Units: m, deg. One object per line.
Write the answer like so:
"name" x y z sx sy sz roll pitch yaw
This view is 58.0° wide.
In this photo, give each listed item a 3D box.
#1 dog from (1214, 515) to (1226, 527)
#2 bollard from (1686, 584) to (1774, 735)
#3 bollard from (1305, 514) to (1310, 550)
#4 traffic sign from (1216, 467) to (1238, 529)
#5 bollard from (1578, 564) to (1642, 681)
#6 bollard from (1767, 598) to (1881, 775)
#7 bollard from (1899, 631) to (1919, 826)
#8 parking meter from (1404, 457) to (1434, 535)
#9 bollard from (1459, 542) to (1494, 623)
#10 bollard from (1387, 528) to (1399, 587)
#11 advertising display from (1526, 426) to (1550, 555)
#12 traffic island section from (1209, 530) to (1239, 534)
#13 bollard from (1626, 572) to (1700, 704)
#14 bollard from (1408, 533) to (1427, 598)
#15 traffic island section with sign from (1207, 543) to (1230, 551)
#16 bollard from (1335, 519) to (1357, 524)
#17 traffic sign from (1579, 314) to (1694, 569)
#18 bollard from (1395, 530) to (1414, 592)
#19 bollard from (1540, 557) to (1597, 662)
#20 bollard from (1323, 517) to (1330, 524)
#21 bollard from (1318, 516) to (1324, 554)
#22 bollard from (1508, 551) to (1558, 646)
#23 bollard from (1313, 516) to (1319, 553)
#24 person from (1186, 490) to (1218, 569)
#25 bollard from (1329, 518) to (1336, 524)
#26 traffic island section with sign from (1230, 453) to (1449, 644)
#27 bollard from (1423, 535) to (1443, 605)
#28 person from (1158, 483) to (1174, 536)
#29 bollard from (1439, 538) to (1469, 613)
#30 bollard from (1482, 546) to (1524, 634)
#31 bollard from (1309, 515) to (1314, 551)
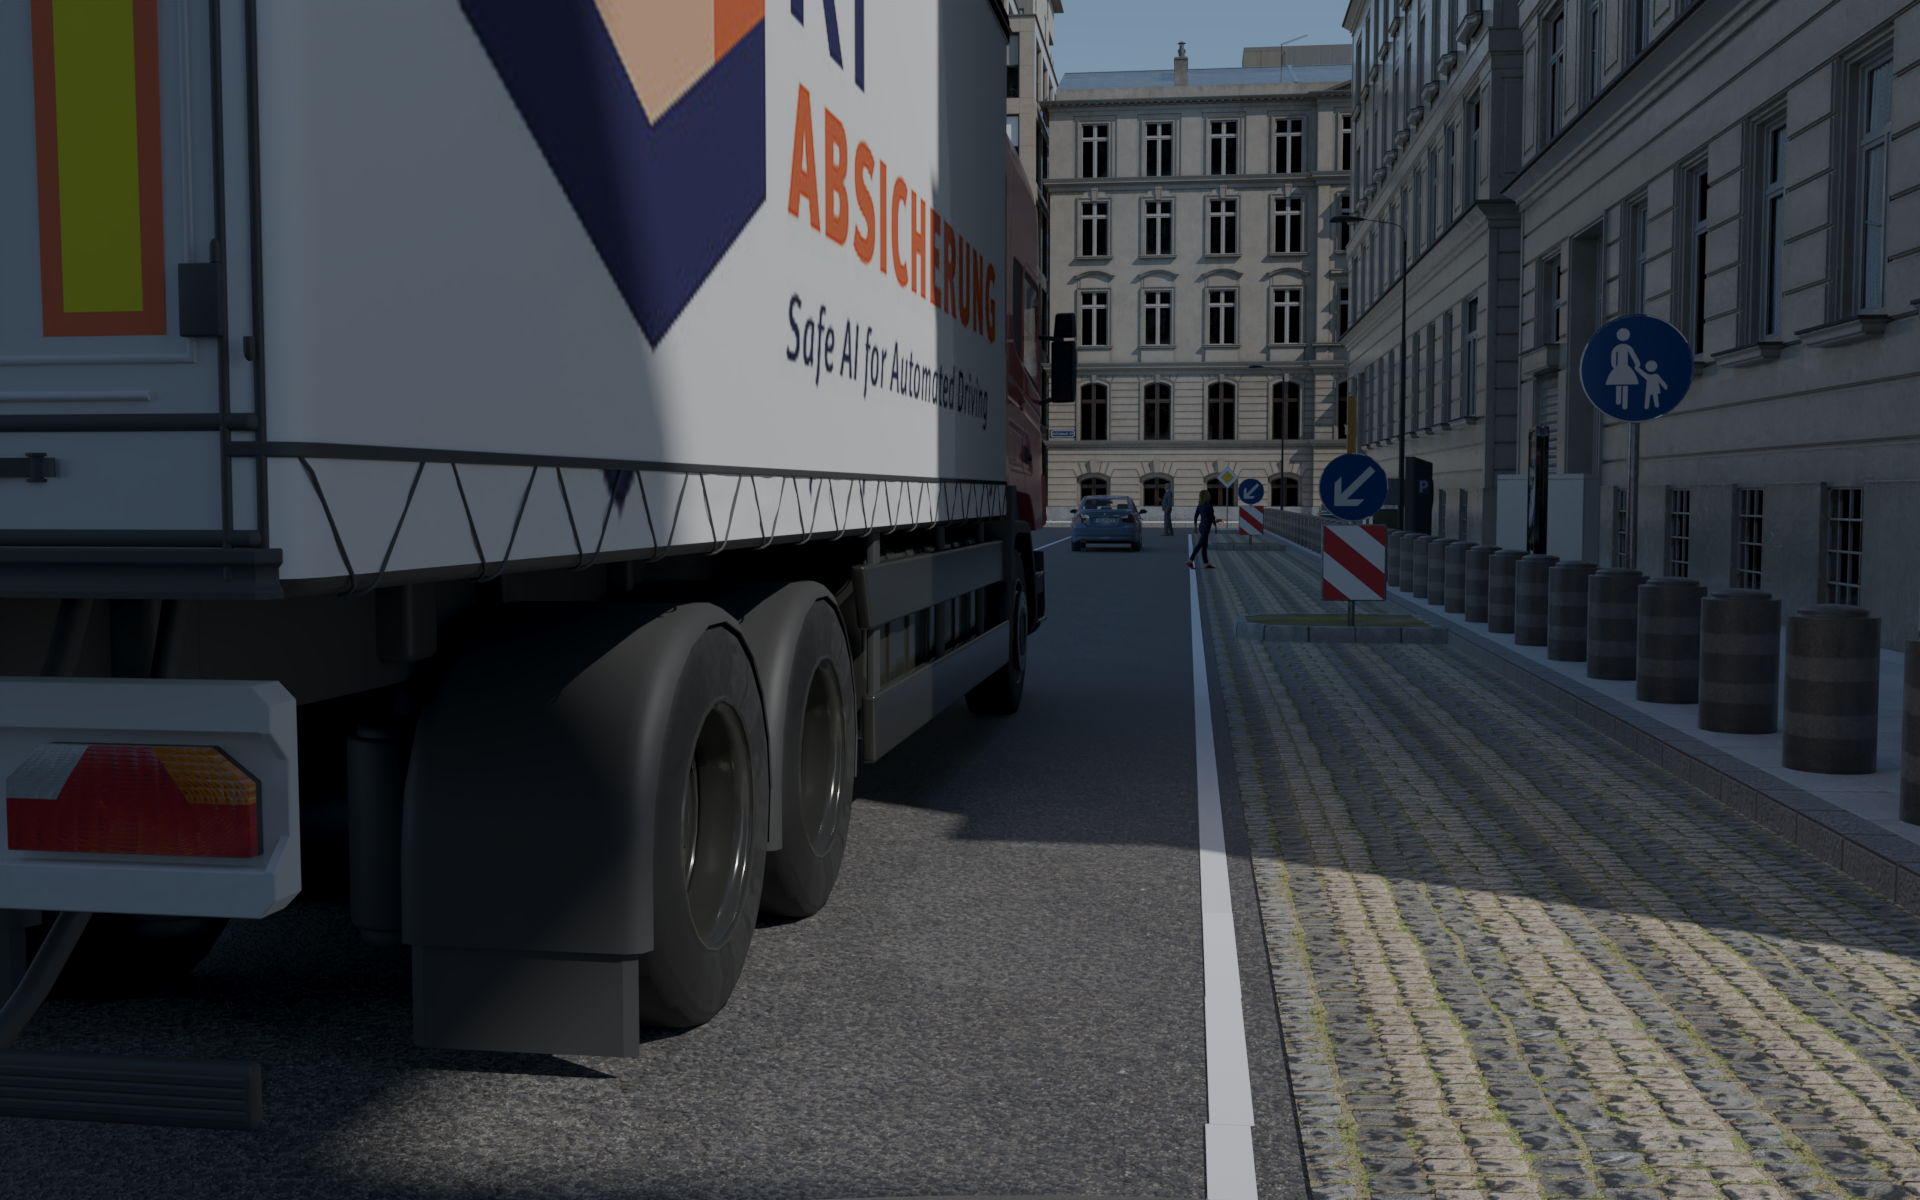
"dog" 11.416 -3.489 76.340 0.540 0.507 0.406 -1 4 -20
"bollard" 4.236 0.325 9.411 0.404 0.777 0.398 0 3 0
"bollard" 8.256 -1.551 40.072 0.404 0.777 0.398 0 3 0
"traffic sign" 9.757 -3.645 63.245 0.795 2.450 0.064 0 4 7
"bollard" 4.586 0.162 12.069 0.404 0.777 0.398 0 3 0
"bollard" 4.065 0.406 8.082 0.404 0.777 0.398 0 3 0
"bollard" 3.890 0.488 6.737 0.404 0.777 0.398 0 3 0
"parking meter" 7.190 -1.311 27.147 0.399 1.863 0.255 -1 4 -22
"bollard" 5.284 -0.164 17.393 0.404 0.777 0.398 0 3 0
"bollard" 6.160 -0.573 24.081 0.404 0.777 0.398 0 3 0
"advertising display" 5.585 -0.707 16.772 0.123 1.923 0.974 1 4 14
"traffic island section" 9.782 -2.510 63.320 2.009 0.180 2.903 0 4 7
"bollard" 4.413 0.243 10.740 0.404 0.777 0.398 0 3 0
"bollard" 5.811 -0.410 21.412 0.404 0.777 0.398 0 3 0
"traffic island section with sign" 7.311 -2.184 44.334 1.989 1.847 2.006 0 4 7
"bollard" 7.210 -1.063 32.093 0.404 0.777 0.398 0 3 0
"traffic sign" 4.803 -0.750 12.370 0.768 2.556 0.104 1 4 13
"bollard" 5.984 -0.491 22.742 0.404 0.777 0.398 0 3 0
"bollard" 4.761 0.081 13.398 0.404 0.777 0.398 0 3 0
"bollard" 7.558 -1.225 34.751 0.404 0.777 0.398 0 3 0
"bollard" 7.731 -1.307 36.082 0.404 0.777 0.398 0 3 0
"bollard" 4.934 -0.001 14.736 0.404 0.777 0.398 0 3 0
"bollard" 7.907 -1.388 37.411 0.404 0.777 0.398 0 3 0
"person" 4.608 -1.341 32.970 0.613 1.512 0.480 -3 5 -44
"bollard" 7.384 -1.144 33.422 0.404 0.777 0.398 0 3 0
"traffic island section with sign" 3.788 -0.542 17.490 1.989 1.847 2.006 0 4 7
"bollard" 5.635 -0.328 20.084 0.404 0.777 0.398 0 3 0
"person" 7.051 -3.106 59.454 0.590 1.801 0.661 0 4 0
"bollard" 5.456 -0.246 18.744 0.404 0.777 0.398 0 3 0
"bollard" 5.112 -0.082 16.064 0.404 0.777 0.398 0 3 0
"bollard" 8.076 -1.469 38.741 0.404 0.777 0.398 0 3 0
